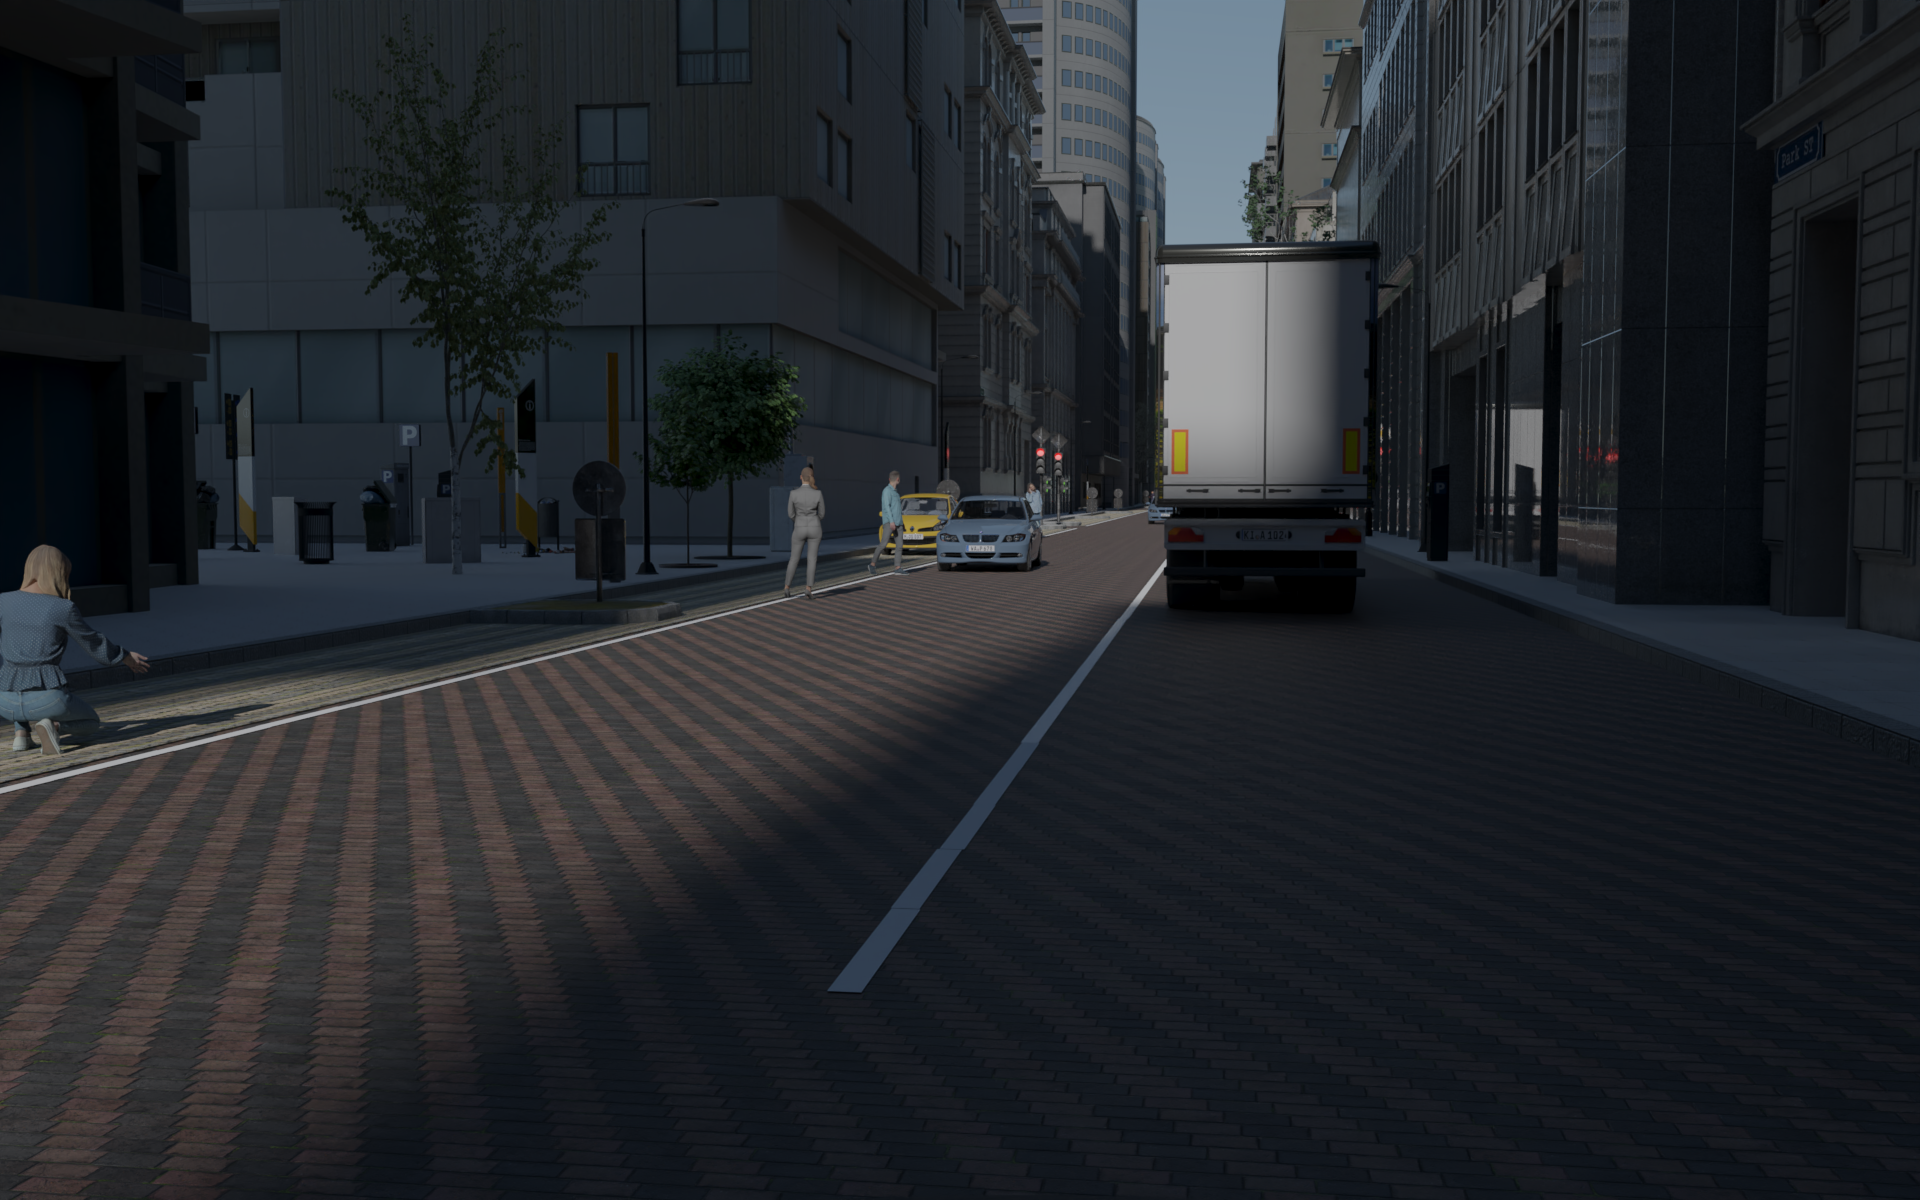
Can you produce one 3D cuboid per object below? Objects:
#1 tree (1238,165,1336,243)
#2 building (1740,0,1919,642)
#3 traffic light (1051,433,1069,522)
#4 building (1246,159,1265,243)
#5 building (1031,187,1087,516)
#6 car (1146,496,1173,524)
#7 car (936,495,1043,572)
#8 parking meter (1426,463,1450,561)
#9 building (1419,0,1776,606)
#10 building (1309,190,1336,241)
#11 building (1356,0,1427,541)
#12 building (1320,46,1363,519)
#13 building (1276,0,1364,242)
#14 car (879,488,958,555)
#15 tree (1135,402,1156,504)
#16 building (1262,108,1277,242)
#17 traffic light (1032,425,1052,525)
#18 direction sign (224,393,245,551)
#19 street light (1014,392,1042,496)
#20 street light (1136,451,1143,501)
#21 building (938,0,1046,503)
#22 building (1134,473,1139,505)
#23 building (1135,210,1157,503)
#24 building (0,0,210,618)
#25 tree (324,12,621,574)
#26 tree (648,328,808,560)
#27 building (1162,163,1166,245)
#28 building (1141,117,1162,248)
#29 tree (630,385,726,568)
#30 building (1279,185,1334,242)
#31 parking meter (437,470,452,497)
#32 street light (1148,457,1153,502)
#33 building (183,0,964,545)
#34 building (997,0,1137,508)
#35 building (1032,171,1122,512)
[{"bbox_3d":[19.350,-14.988,100.937,12.611,20.169,13.585,0,3,0],"label":"tree"},{"bbox_3d":[12.383,-10.512,8.030,11.583,22.565,21.152,1,4,8],"label":"building"},{"bbox_3d":[4.504,-5.491,78.703,0.839,4.253,0.868,1,4,8],"label":"traffic light"},{"bbox_3d":[58.583,-41.305,264.574,28.713,52.752,27.495,1,4,8],"label":"building"},{"bbox_3d":[0.870,-16.706,114.948,13.314,21.916,24.055,1,4,8],"label":"building"},{"bbox_3d":[10.005,-4.385,83.701,2.014,1.417,4.499,1,4,8],"label":"car"},{"bbox_3d":[0.625,-1.317,33.530,2.014,1.417,4.499,0,4,7],"label":"car"},{"bbox_3d":[9.117,-1.674,33.084,0.399,1.863,0.255,0,4,0],"label":"parking meter"},{"bbox_3d":[15.009,-12.861,28.302,12.078,24.808,19.932,1,4,8],"label":"building"},{"bbox_3d":[27.794,-16.054,117.240,10.420,20.320,16.860,1,4,8],"label":"building"},{"bbox_3d":[18.998,-16.849,52.975,11.434,29.767,29.804,1,4,8],"label":"building"},{"bbox_3d":[32.675,-15.194,81.712,30.059,22.955,16.112,1,4,8],"label":"building"},{"bbox_3d":[40.760,-32.950,162.436,21.300,48.544,21.600,1,4,8],"label":"building"},{"bbox_3d":[-0.838,-1.917,41.573,2.015,1.641,3.980,0,4,8],"label":"car"},{"bbox_3d":[23.557,-19.439,228.197,12.009,13.543,11.850,0,3,0],"label":"tree"},{"bbox_3d":[47.880,-36.063,209.232,23.786,49.044,30.456,1,4,8],"label":"building"},{"bbox_3d":[3.332,-5.008,70.804,0.839,4.253,0.868,1,4,8],"label":"traffic light"},{"bbox_3d":[-16.477,-2.894,39.315,0.379,3.537,0.876,0,4,-3],"label":"direction sign"},{"bbox_3d":[3.035,-6.500,78.811,1.470,5.913,1.316,1,4,8],"label":"street light"},{"bbox_3d":[18.793,-13.047,185.859,1.470,5.913,1.316,1,4,8],"label":"street light"},{"bbox_3d":[-3.496,-18.553,90.723,14.401,28.519,23.554,1,4,8],"label":"building"},{"bbox_3d":[11.649,-47.321,211.950,20.563,71.187,20.611,1,4,8],"label":"building"},{"bbox_3d":[20.310,-34.249,243.572,14.154,41.232,14.086,1,4,8],"label":"building"},{"bbox_3d":[-19.623,-21.787,10.838,22.147,44.769,28.867,1,4,8],"label":"building"},{"bbox_3d":[-7.806,-4.714,27.438,4.737,8.622,4.395,0,3,0],"label":"tree"},{"bbox_3d":[-4.647,-3.097,34.352,4.285,4.588,4.351,0,3,0],"label":"tree"},{"bbox_3d":[23.613,-45.915,292.710,21.231,58.520,28.212,1,4,8],"label":"building"},{"bbox_3d":[19.090,-44.215,264.912,21.231,58.520,28.212,1,4,8],"label":"building"},{"bbox_3d":[-4.699,-2.190,30.415,1.663,3.219,1.824,0,3,0],"label":"tree"},{"bbox_3d":[31.897,-20.838,137.969,12.463,27.353,25.104,1,4,8],"label":"building"},{"bbox_3d":[-11.989,-2.122,40.409,0.399,1.863,0.255,-1,4,-14],"label":"parking meter"},{"bbox_3d":[23.394,-14.923,216.537,1.470,5.913,1.316,1,4,8],"label":"street light"},{"bbox_3d":[-14.600,-28.624,57.239,27.495,52.752,28.713,1,4,8],"label":"building"},{"bbox_3d":[5.872,-38.273,167.762,21.231,58.520,28.212,1,4,8],"label":"building"},{"bbox_3d":[5.172,-21.116,138.758,14.314,27.812,24.014,1,4,8],"label":"building"}]
